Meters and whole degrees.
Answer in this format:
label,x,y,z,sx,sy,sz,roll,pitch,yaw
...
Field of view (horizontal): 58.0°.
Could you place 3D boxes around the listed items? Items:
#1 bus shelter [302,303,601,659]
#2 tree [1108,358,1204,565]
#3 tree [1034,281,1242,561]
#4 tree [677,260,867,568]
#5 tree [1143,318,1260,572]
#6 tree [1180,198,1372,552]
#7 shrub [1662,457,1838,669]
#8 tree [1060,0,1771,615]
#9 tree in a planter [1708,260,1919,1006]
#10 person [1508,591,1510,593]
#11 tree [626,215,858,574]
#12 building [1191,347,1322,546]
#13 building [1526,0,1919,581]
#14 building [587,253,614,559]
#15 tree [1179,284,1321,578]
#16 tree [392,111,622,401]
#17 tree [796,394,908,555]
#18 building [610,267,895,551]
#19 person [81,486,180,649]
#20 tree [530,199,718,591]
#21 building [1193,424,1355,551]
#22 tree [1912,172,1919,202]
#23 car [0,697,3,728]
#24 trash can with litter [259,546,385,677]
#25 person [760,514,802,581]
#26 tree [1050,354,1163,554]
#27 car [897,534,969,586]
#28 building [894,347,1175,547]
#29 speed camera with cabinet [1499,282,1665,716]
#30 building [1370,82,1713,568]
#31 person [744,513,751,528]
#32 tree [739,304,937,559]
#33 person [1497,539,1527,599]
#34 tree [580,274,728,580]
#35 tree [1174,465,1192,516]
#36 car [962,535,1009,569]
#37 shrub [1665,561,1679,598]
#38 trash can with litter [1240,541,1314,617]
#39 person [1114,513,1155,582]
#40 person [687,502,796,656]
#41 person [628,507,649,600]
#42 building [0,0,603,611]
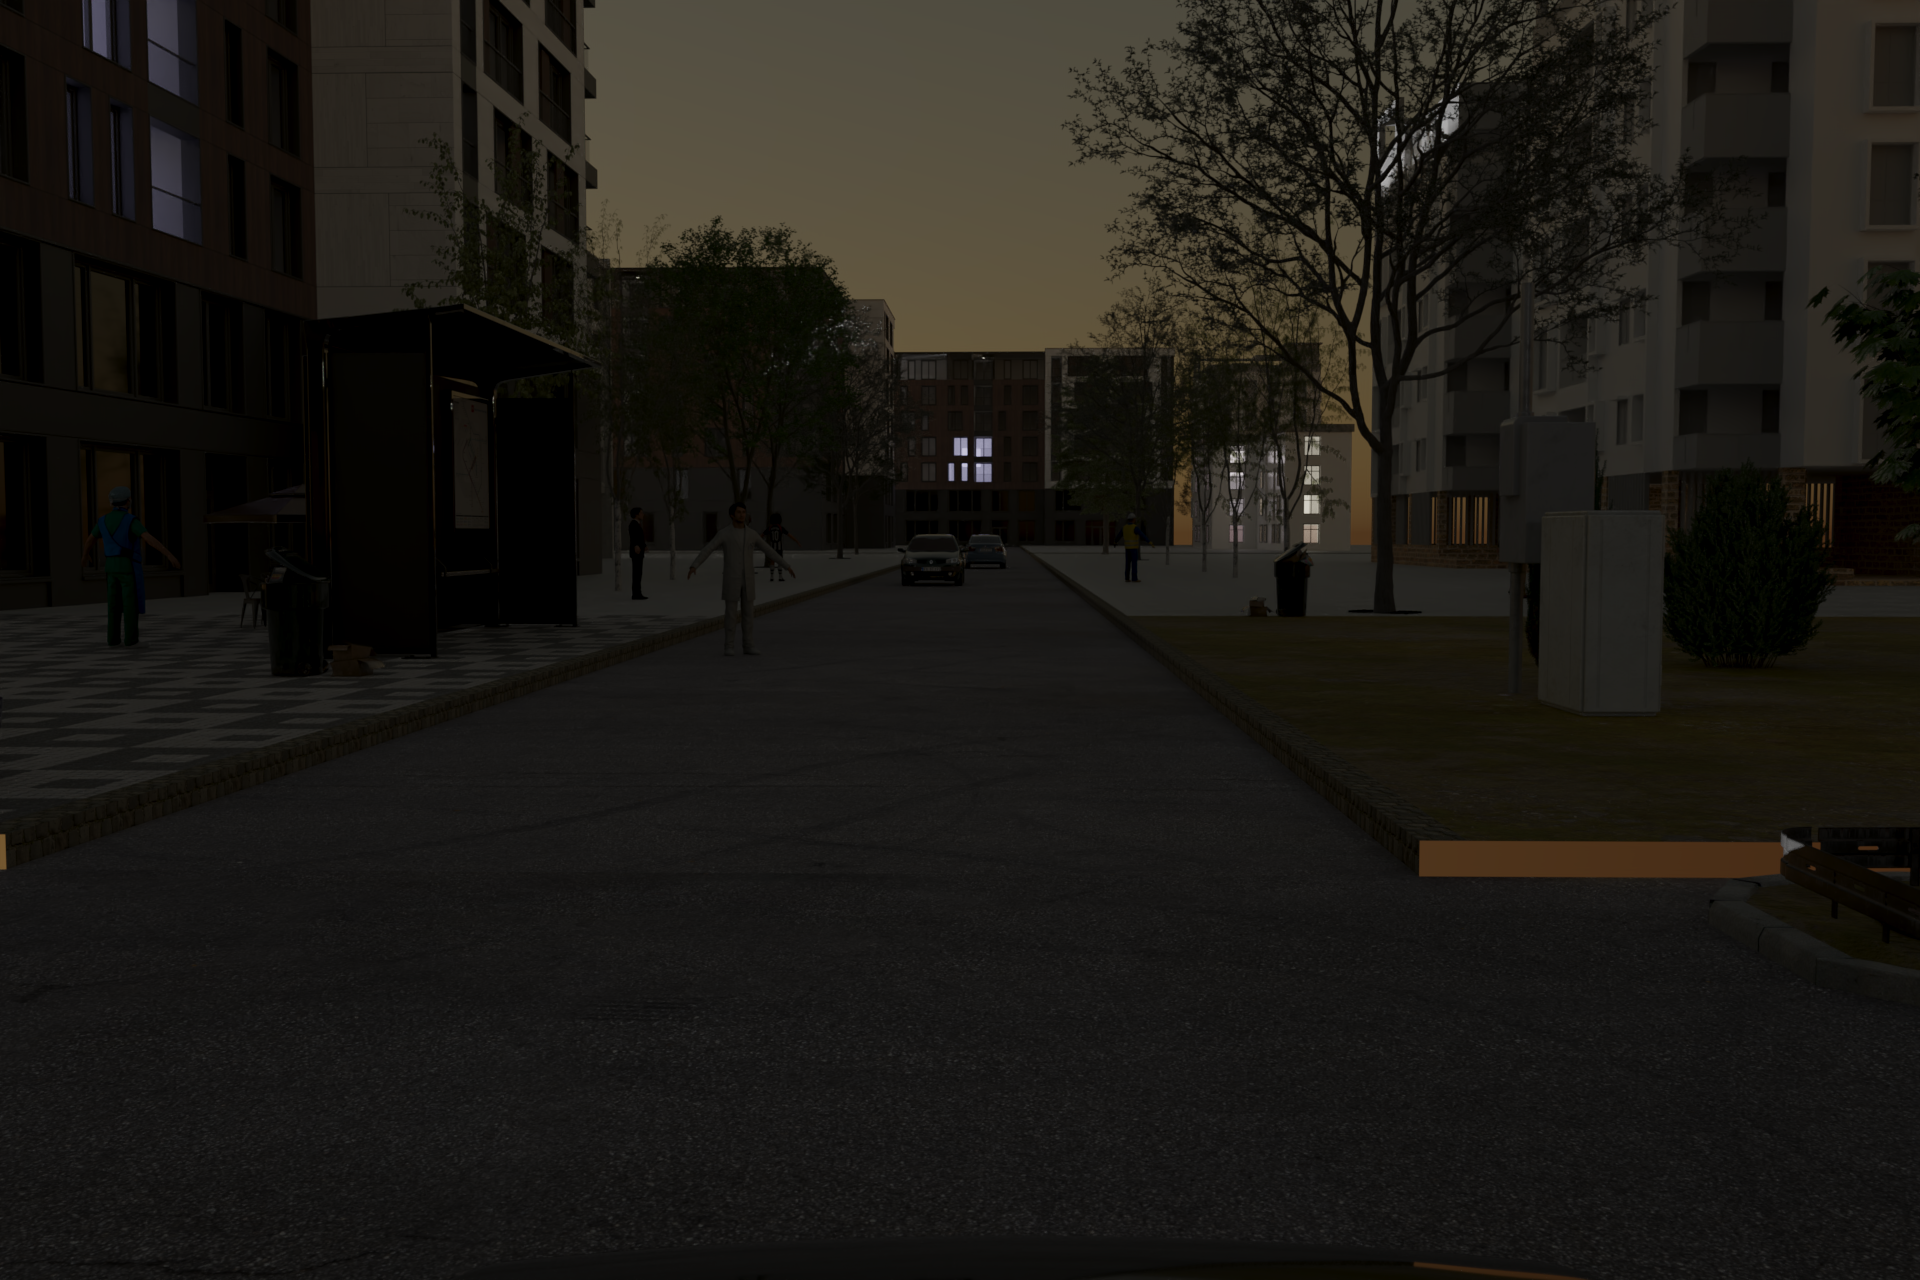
label,x,y,z,sx,sy,sz,roll,pitch,yaw
bus shelter,-5.846,-1.806,20.806,1.731,3.624,6.357,0,4,1
tree,8.717,-7.411,71.531,4.360,8.622,3.978,0,3,0
tree,8.705,-10.617,83.954,12.009,13.543,11.850,0,3,0
tree,-7.098,-8.542,65.424,9.928,11.665,9.643,0,3,0
tree,8.366,-6.632,58.793,4.360,8.622,3.978,0,3,0
tree,7.250,-5.335,37.584,4.360,8.622,3.978,0,3,0
shrub,7.521,-0.751,16.704,1.690,2.028,1.600,0,3,0
tree,6.757,-7.170,27.592,12.009,13.543,11.850,0,3,0
tree in a planter,3.727,-0.527,5.843,1.991,3.239,1.994,0,4,2
person,12.007,-1.929,37.301,0.705,1.858,1.354,2,4,34
tree,-7.057,-7.947,55.691,9.928,11.665,9.643,0,3,0
building,29.634,-19.977,183.049,16.016,20.090,11.380,0,4,1
building,23.662,-12.147,55.023,16.016,20.090,11.380,0,4,1
building,-26.687,-12.733,74.637,16.747,18.905,31.486,0,4,1
tree,8.071,-6.152,50.952,4.360,8.622,3.978,0,3,0
tree,-8.220,-4.936,31.074,4.737,8.622,4.395,0,3,0
tree,-6.739,-10.582,107.421,7.601,10.594,8.767,-2,4,-32
building,-20.598,-18.664,149.128,27.936,21.610,32.646,0,4,2
person,-9.379,-0.815,19.460,1.347,1.817,0.704,1,4,18
tree,-7.985,-5.423,39.025,4.360,8.622,3.978,0,3,0
building,25.703,-12.470,146.024,9.099,9.664,28.070,0,4,1
tree,18.660,-5.521,24.673,8.767,10.594,7.601,1,4,11
car,-5.795,0.331,7.169,1.945,1.354,3.894,0,4,2
trash can with litter,-5.789,-0.267,15.760,1.055,1.170,0.624,0,4,3
person,-4.977,-2.498,46.987,1.345,1.843,0.704,0,4,6
tree,9.305,-11.697,109.375,7.486,12.596,7.792,0,3,0
car,-0.740,-2.406,49.131,2.009,1.686,4.222,0,4,1
building,7.675,-21.801,202.871,32.646,21.610,27.936,0,4,2
speed camera with cabinet,4.653,-1.145,13.053,0.660,3.252,2.038,0,4,0
building,23.580,-13.452,76.367,16.016,20.090,11.380,0,4,1
person,-5.305,-2.267,43.201,0.705,1.813,1.348,0,4,-4
tree,-6.113,-10.942,89.267,12.009,13.543,11.850,0,3,0
person,11.191,-1.732,34.597,0.705,1.796,1.348,-2,4,-29
tree,-7.889,-6.010,48.627,4.360,8.622,3.978,0,3,0
tree,27.991,-16.119,197.965,7.601,10.594,8.767,0,4,1
car,1.060,-3.722,72.863,2.014,1.417,4.499,0,4,1
shrub,11.416,-0.968,26.936,1.383,1.207,1.383,0,3,0
trash can with litter,4.924,-0.949,26.909,1.055,1.170,0.624,0,4,1
person,4.586,-2.455,46.104,1.349,1.833,0.705,3,5,44
person,-2.606,-0.725,20.501,1.347,1.806,0.705,-2,4,-28
person,-6.291,-1.696,33.913,0.705,1.806,1.347,0,4,-3
building,-26.061,-11.967,39.639,27.936,21.610,32.646,0,4,2
